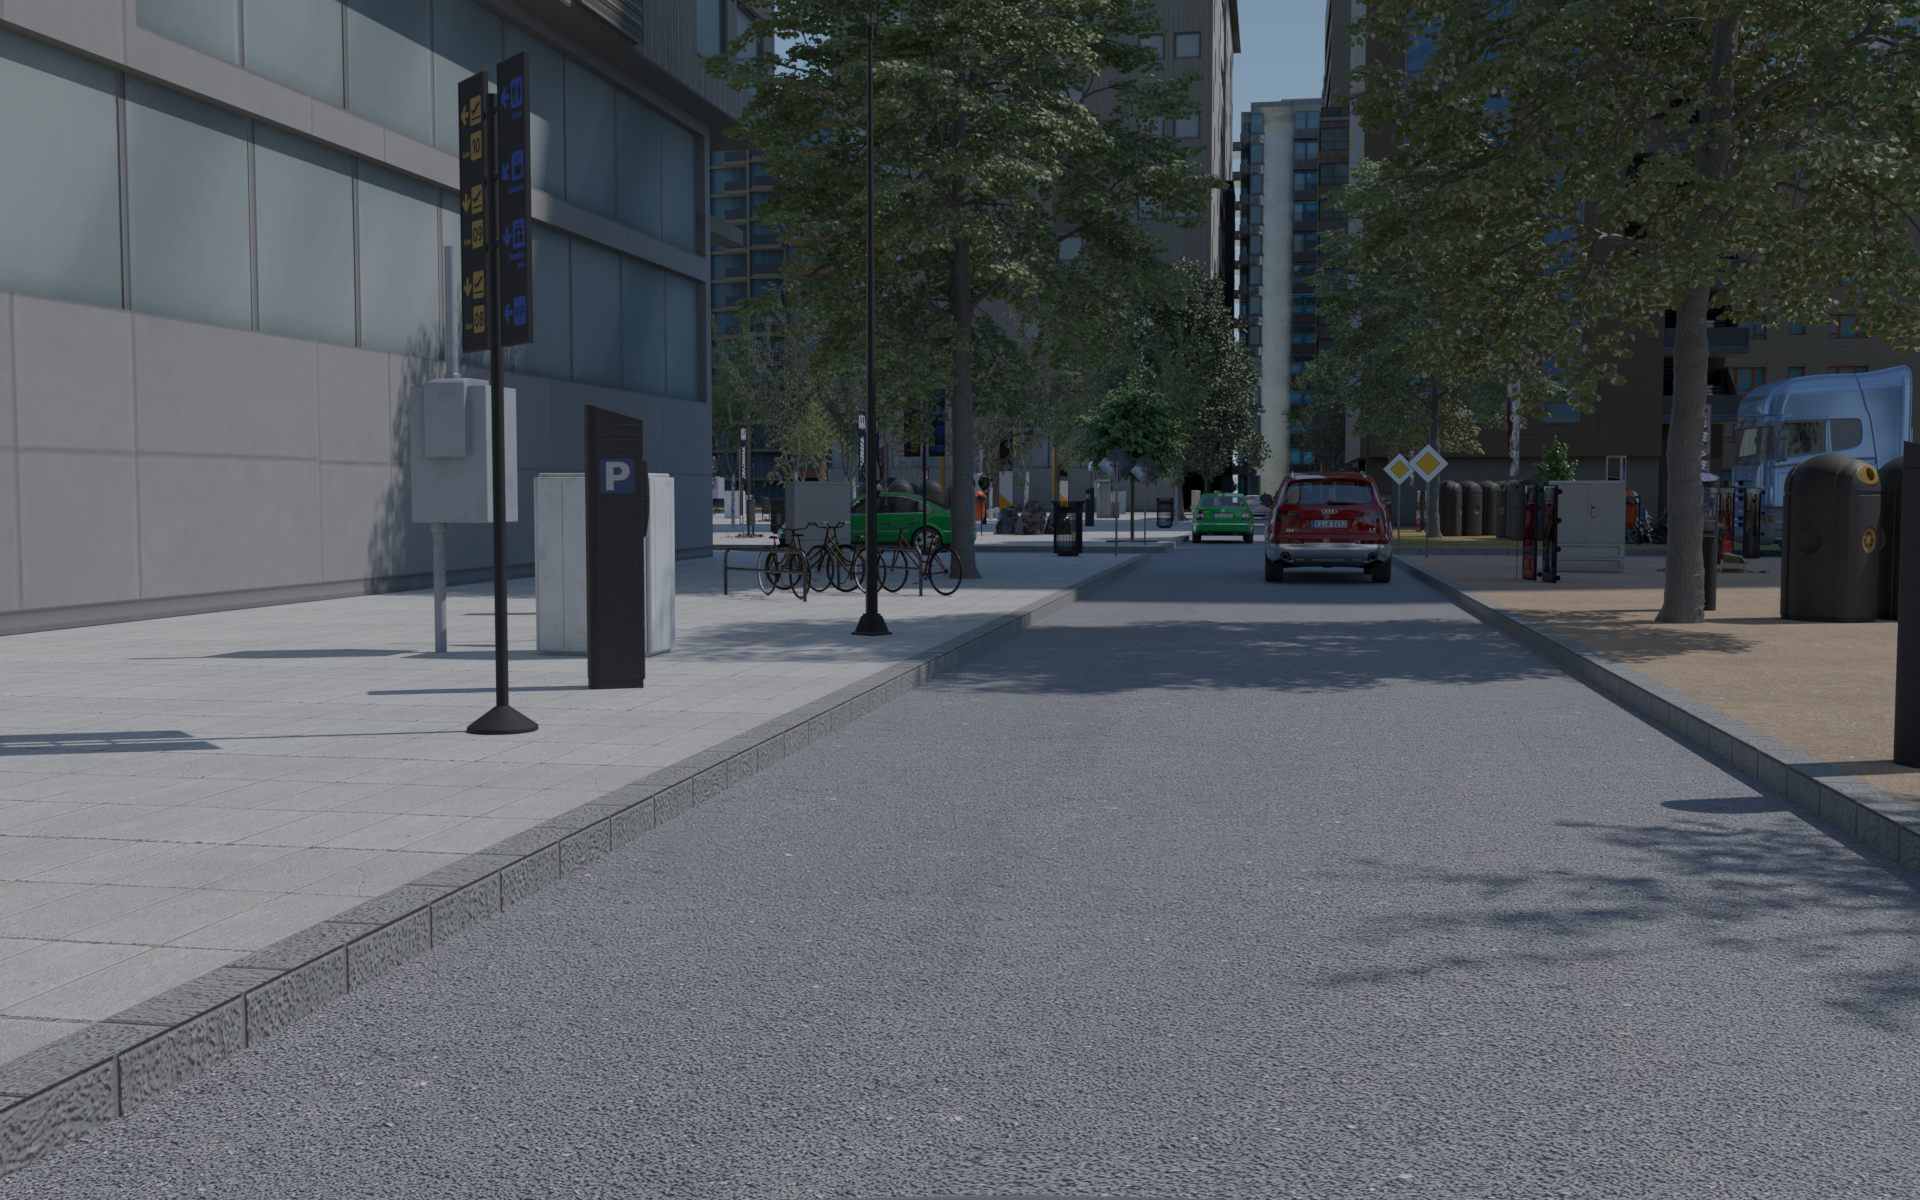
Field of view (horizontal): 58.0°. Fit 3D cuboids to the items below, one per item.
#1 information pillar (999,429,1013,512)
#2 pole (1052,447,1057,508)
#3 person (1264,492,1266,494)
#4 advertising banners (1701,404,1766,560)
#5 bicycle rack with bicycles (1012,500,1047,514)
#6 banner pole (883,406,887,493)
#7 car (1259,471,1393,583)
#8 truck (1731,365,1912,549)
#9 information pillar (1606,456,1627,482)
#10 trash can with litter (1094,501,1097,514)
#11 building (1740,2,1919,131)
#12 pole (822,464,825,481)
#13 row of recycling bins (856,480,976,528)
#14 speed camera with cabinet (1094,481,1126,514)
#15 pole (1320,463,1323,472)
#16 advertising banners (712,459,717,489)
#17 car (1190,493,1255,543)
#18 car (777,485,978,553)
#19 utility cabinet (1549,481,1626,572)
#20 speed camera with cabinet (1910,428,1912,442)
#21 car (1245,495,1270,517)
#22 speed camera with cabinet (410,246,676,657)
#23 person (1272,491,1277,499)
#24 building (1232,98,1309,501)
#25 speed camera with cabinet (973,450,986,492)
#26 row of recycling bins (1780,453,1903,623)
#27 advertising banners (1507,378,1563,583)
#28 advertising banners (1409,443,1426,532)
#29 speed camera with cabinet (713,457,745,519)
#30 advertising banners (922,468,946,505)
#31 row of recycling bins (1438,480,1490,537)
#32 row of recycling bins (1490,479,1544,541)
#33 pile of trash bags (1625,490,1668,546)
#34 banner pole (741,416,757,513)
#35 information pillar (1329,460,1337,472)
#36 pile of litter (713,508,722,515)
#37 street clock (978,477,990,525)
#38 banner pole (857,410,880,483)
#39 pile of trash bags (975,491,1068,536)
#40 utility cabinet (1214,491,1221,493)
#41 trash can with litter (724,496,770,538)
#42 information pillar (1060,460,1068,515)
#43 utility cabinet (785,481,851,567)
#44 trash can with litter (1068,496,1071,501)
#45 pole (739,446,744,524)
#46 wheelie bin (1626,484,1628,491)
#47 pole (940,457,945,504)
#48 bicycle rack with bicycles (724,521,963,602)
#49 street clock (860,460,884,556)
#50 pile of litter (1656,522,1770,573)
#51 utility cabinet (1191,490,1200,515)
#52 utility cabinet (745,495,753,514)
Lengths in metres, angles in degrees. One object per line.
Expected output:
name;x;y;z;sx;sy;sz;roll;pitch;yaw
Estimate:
information pillar;1.683;-4.375;62.887;0.504;3.616;0.183;0;4;1
pole;4.121;-4.988;75.400;0.158;3.312;0.155;0;3;0
person;29.875;-9.748;169.348;0.415;1.643;0.593;-3;5;-44
advertising banners;15.025;-2.307;33.900;2.074;3.025;0.090;-2;4;-26
bicycle rack with bicycles;3.871;-6.007;111.599;2.852;0.926;2.925;-2;4;-29
banner pole;-2.347;-3.609;49.020;0.863;3.779;0.401;0;4;2
car;6.266;-1.284;29.659;2.281;1.827;5.304;1;4;11
truck;25.591;-2.848;36.318;18.799;4.110;2.967;1;4;9
information pillar;12.591;-1.761;33.286;0.304;2.012;0.304;2;4;35
trash can with litter;8.260;-5.702;104.609;1.055;1.170;0.624;1;4;11
building;82.613;-33.685;170.356;30.456;49.044;23.786;1;4;10
pole;-8.540;-7.012;108.485;0.158;3.312;0.155;0;3;0
row of recycling bins;-1.289;-2.686;51.033;3.534;1.692;1.069;-1;4;-9
speed camera with cabinet;9.827;-7.291;113.549;2.038;3.252;0.660;-1;4;-13
pole;23.905;-7.377;114.462;0.158;3.312;0.155;0;3;0
advertising banners;-13.081;-5.501;86.124;2.074;3.025;0.090;1;4;8
car;7.847;-2.627;51.746;1.959;1.807;4.718;1;4;8
car;-1.956;-1.957;40.788;4.718;1.807;1.959;1;4;10
utility cabinet;10.263;-1.206;28.390;1.173;1.500;0.318;1;4;15
speed camera with cabinet;29.033;-3.508;51.699;0.660;3.252;2.038;-1;4;-17
car;16.918;-5.273;98.578;2.083;1.381;4.827;1;4;12
speed camera with cabinet;-3.359;-1.200;13.964;2.038;3.252;0.660;1;4;12
person;32.038;-10.178;175.645;0.721;1.736;1.217;-1;4;-22
building;47.796;-36.008;208.336;30.456;49.044;23.786;1;4;10
speed camera with cabinet;0.422;-5.106;77.818;0.660;3.252;2.038;-2;4;-31
row of recycling bins;10.185;-0.647;17.698;3.534;1.692;1.069;0;4;-2
advertising banners;8.507;-1.808;25.755;0.090;3.025;2.074;0;4;-3
advertising banners;15.689;-3.848;59.108;0.090;3.025;2.074;0;4;-6
speed camera with cabinet;-12.281;-5.922;91.161;2.038;3.252;0.660;2;4;30
advertising banners;-1.567;-7.375;116.768;2.074;3.025;0.090;-1;4;-8
row of recycling bins;15.892;-2.828;53.345;3.534;1.692;1.069;-3;4;-37
row of recycling bins;15.891;-2.558;48.944;1.069;1.692;3.534;1;4;8
pile of trash bags;17.617;-2.122;44.451;1.912;1.369;3.447;3;4;38
banner pole;-6.844;-3.993;55.303;0.401;3.779;0.863;1;4;15
information pillar;24.628;-7.525;114.383;0.504;3.616;0.183;1;4;21
pile of litter;-16.775;-6.364;118.022;1.176;0.858;1.719;2;4;33
street clock;1.005;-4.177;72.869;0.471;2.002;0.358;2;4;33
banner pole;-2.532;-3.423;45.989;0.401;3.779;0.863;1;4;22
pile of trash bags;1.732;-2.736;54.485;3.447;1.369;1.912;-2;4;-32
utility cabinet;17.196;-6.543;115.650;0.318;1.500;1.173;0;4;1
trash can with litter;-6.370;-2.441;50.969;1.678;1.210;2.233;1;4;9
information pillar;6.465;-7.111;107.617;0.504;3.616;0.183;1;4;12
utility cabinet;-2.501;-1.332;30.460;1.173;1.500;0.318;-3;4;-37
trash can with litter;7.060;-6.601;119.306;1.055;1.170;0.624;-2;4;-33
pole;-9.252;-4.856;73.242;0.158;3.312;0.155;0;3;0
wheelie bin;19.507;-2.664;51.459;0.980;1.594;0.693;3;5;43
pole;-0.744;-4.941;74.629;0.158;3.312;0.155;0;3;0
bicycle rack with bicycles;-1.731;-0.529;22.037;2.852;0.926;2.925;-3;4;-39
street clock;-1.814;-1.917;35.918;0.471;2.002;0.358;-1;4;-11
pile of litter;12.423;-0.890;28.512;1.719;0.858;1.176;2;4;30
utility cabinet;13.999;-5.750;102.684;0.318;1.500;1.173;1;4;19
utility cabinet;-13.698;-6.076;110.506;1.020;1.237;0.306;3;4;36
